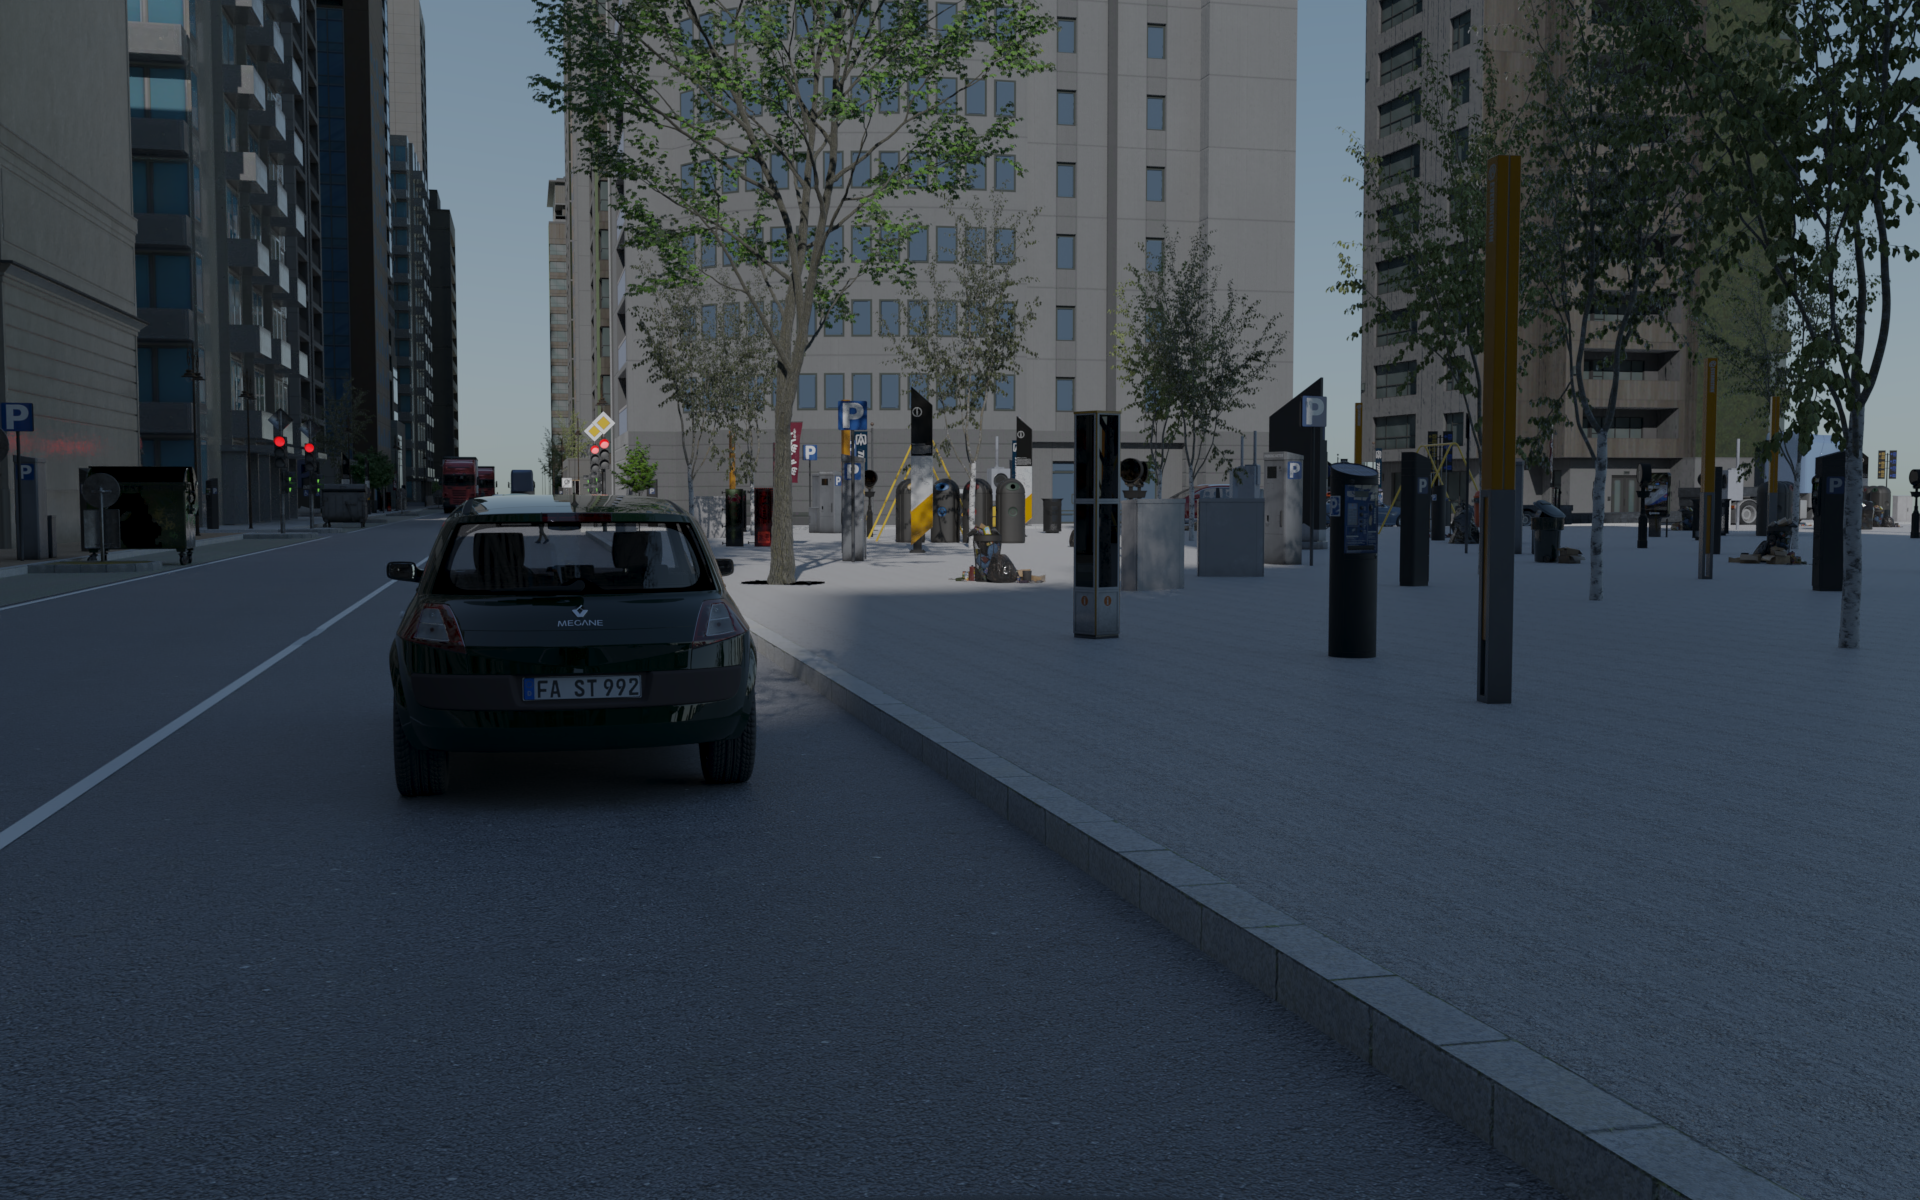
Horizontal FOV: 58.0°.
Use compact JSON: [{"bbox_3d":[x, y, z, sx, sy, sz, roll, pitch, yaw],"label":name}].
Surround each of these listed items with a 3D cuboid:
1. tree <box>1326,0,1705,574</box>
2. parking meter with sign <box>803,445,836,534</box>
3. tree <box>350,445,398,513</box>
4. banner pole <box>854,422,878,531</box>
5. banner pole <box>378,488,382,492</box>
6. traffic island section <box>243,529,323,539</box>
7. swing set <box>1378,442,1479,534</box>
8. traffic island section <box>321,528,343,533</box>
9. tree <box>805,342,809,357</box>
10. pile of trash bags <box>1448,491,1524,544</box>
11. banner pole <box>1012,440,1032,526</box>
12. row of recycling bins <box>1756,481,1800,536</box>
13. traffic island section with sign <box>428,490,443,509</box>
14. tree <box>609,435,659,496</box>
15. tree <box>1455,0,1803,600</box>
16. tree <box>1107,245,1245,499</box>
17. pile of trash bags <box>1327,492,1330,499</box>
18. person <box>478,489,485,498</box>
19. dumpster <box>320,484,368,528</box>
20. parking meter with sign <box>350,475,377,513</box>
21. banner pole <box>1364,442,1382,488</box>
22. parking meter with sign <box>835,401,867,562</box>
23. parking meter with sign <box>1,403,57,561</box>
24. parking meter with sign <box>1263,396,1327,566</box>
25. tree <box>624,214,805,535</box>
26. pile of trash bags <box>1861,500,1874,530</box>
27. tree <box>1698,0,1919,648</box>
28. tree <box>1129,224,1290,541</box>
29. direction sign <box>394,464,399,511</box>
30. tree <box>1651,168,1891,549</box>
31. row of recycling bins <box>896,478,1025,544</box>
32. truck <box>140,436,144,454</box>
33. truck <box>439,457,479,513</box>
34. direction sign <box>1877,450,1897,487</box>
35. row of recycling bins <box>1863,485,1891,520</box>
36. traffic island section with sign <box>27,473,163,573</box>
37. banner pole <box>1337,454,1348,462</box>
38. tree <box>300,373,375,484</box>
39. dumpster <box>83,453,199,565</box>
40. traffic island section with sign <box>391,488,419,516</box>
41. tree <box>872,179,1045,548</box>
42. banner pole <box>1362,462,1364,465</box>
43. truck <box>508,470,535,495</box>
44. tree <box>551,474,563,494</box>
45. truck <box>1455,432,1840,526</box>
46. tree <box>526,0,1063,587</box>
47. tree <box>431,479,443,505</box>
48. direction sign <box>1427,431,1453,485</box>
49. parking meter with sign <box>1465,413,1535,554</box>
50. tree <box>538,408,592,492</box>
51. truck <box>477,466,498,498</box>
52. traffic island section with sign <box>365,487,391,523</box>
[{"bbox_3d":[8.131,-4.708,27.335,4.737,8.622,4.395,0,3,0],"label":"tree"},{"bbox_3d":[-4.215,-3.685,56.509,1.738,3.016,0.543,3,4,37],"label":"parking meter with sign"},{"bbox_3d":[-39.338,-8.089,115.967,4.285,4.588,4.351,0,3,0],"label":"tree"},{"bbox_3d":[-3.295,-4.313,60.538,0.863,3.779,0.401,0,4,2],"label":"banner pole"},{"bbox_3d":[-43.385,-8.532,129.514,0.863,3.779,0.401,2,4,33],"label":"banner pole"},{"bbox_3d":[-22.106,-2.093,56.499,2.009,0.180,2.903,-1,4,-14],"label":"traffic island section"},{"bbox_3d":[14.884,-3.439,53.852,2.862,2.851,3.119,0,4,-4],"label":"swing set"},{"bbox_3d":[-24.054,-2.567,64.244,2.009,0.180,2.903,-1,4,-14],"label":"traffic island section"},{"bbox_3d":[-6.670,-6.309,53.512,4.360,8.622,3.978,0,3,0],"label":"tree"},{"bbox_3d":[13.518,-2.132,44.616,1.912,1.369,3.447,1,4,19],"label":"pile of trash bags"},{"bbox_3d":[2.514,-4.930,70.627,0.863,3.779,0.401,1,4,10],"label":"banner pole"},{"bbox_3d":[25.452,-2.866,53.965,1.069,1.692,3.534,2,4,33],"label":"row of recycling bins"},{"bbox_3d":[-48.478,-9.337,161.291,1.989,1.847,2.006,-1,4,-14],"label":"traffic island section with sign"},{"bbox_3d":[-10.762,-3.836,57.327,1.663,3.219,1.824,0,3,0],"label":"tree"},{"bbox_3d":[7.872,-4.311,20.845,4.360,8.622,3.978,0,3,0],"label":"tree"},{"bbox_3d":[6.233,-6.236,52.321,4.737,8.622,4.395,0,3,0],"label":"tree"},{"bbox_3d":[32.160,-8.855,154.539,3.447,1.369,1.912,1,4,15],"label":"pile of trash bags"},{"bbox_3d":[-34.077,-7.015,123.363,0.590,1.801,0.661,-1,4,-18],"label":"person"},{"bbox_3d":[-26.027,-3.979,73.277,1.865,1.857,1.264,-1,4,-13],"label":"dumpster"},{"bbox_3d":[-41.005,-7.508,119.019,1.738,3.016,0.543,-1,4,-18],"label":"parking meter with sign"},{"bbox_3d":[19.937,-5.686,82.989,0.863,3.779,0.401,-3,4,-36],"label":"banner pole"},{"bbox_3d":[-2.024,-2.264,33.275,0.543,3.016,1.738,0,4,-1],"label":"parking meter with sign"},{"bbox_3d":[-18.164,-2.302,33.896,0.543,3.016,1.738,-1,4,-13],"label":"parking meter with sign"},{"bbox_3d":[5.909,-2.162,31.607,0.543,3.016,1.738,-2,4,-27],"label":"parking meter with sign"},{"bbox_3d":[-7.006,-5.834,45.755,4.360,8.622,3.978,0,3,0],"label":"tree"},{"bbox_3d":[31.886,-3.224,62.471,1.912,1.369,3.447,2,4,31],"label":"pile of trash bags"},{"bbox_3d":[7.204,-3.910,14.290,4.737,8.622,4.395,0,3,0],"label":"tree"},{"bbox_3d":[6.480,-5.917,47.111,4.360,8.622,3.978,0,3,0],"label":"tree"},{"bbox_3d":[-42.654,-8.500,130.967,0.379,3.537,0.876,-2,4,-26],"label":"direction sign"},{"bbox_3d":[19.331,-5.502,40.319,4.360,8.622,3.978,0,3,0],"label":"tree"},{"bbox_3d":[-0.001,-2.355,45.614,3.534,1.692,1.069,1,4,13],"label":"row of recycling bins"},{"bbox_3d":[-32.502,-4.187,57.377,11.283,4.237,2.839,-1,4,-12],"label":"truck"},{"bbox_3d":[-38.067,-8.754,132.040,2.839,4.237,11.283,-1,4,-15],"label":"truck"},{"bbox_3d":[47.896,-5.965,89.524,0.876,3.537,0.379,1,4,14],"label":"direction sign"},{"bbox_3d":[44.184,-4.721,84.295,1.069,1.692,3.534,0,4,3],"label":"row of recycling bins"},{"bbox_3d":[-16.019,-1.442,32.201,1.989,1.847,2.006,-1,4,-14],"label":"traffic island section with sign"},{"bbox_3d":[23.680,-7.191,107.588,0.863,3.779,0.401,0,4,-1],"label":"banner pole"},{"bbox_3d":[-37.401,-9.412,104.240,4.360,8.622,3.978,0,3,0],"label":"tree"},{"bbox_3d":[-16.409,-1.822,34.735,1.985,2.255,1.502,-1,4,-15],"label":"dumpster"},{"bbox_3d":[-36.239,-6.359,112.599,1.989,1.847,2.006,-1,4,-14],"label":"traffic island section with sign"},{"bbox_3d":[0.197,-5.540,40.939,4.360,8.622,3.978,0,3,0],"label":"tree"},{"bbox_3d":[22.737,-6.561,97.297,0.401,3.779,0.863,3,5,41],"label":"banner pole"},{"bbox_3d":[-46.621,-11.938,184.941,2.967,4.110,18.799,-1,4,-15],"label":"truck"},{"bbox_3d":[-35.373,-9.757,154.126,1.663,3.219,1.824,0,3,0],"label":"tree"},{"bbox_3d":[29.866,-5.093,73.027,18.799,4.110,2.967,-1,4,-15],"label":"truck"},{"bbox_3d":[-2.361,-6.026,24.274,9.928,11.665,9.643,0,3,0],"label":"tree"},{"bbox_3d":[-65.783,-13.613,217.172,1.663,3.219,1.824,0,3,0],"label":"tree"},{"bbox_3d":[17.268,-4.303,62.358,0.876,3.537,0.379,0,4,7],"label":"direction sign"},{"bbox_3d":[11.725,-2.497,37.085,1.738,3.016,0.543,1,4,19],"label":"parking meter with sign"},{"bbox_3d":[-33.391,-12.068,147.679,4.737,8.622,4.395,0,3,0],"label":"tree"},{"bbox_3d":[-48.307,-11.387,175.083,2.839,4.237,11.283,-1,4,-16],"label":"truck"},{"bbox_3d":[-29.589,-4.743,86.176,1.989,1.847,2.006,-1,4,-14],"label":"traffic island section with sign"}]
